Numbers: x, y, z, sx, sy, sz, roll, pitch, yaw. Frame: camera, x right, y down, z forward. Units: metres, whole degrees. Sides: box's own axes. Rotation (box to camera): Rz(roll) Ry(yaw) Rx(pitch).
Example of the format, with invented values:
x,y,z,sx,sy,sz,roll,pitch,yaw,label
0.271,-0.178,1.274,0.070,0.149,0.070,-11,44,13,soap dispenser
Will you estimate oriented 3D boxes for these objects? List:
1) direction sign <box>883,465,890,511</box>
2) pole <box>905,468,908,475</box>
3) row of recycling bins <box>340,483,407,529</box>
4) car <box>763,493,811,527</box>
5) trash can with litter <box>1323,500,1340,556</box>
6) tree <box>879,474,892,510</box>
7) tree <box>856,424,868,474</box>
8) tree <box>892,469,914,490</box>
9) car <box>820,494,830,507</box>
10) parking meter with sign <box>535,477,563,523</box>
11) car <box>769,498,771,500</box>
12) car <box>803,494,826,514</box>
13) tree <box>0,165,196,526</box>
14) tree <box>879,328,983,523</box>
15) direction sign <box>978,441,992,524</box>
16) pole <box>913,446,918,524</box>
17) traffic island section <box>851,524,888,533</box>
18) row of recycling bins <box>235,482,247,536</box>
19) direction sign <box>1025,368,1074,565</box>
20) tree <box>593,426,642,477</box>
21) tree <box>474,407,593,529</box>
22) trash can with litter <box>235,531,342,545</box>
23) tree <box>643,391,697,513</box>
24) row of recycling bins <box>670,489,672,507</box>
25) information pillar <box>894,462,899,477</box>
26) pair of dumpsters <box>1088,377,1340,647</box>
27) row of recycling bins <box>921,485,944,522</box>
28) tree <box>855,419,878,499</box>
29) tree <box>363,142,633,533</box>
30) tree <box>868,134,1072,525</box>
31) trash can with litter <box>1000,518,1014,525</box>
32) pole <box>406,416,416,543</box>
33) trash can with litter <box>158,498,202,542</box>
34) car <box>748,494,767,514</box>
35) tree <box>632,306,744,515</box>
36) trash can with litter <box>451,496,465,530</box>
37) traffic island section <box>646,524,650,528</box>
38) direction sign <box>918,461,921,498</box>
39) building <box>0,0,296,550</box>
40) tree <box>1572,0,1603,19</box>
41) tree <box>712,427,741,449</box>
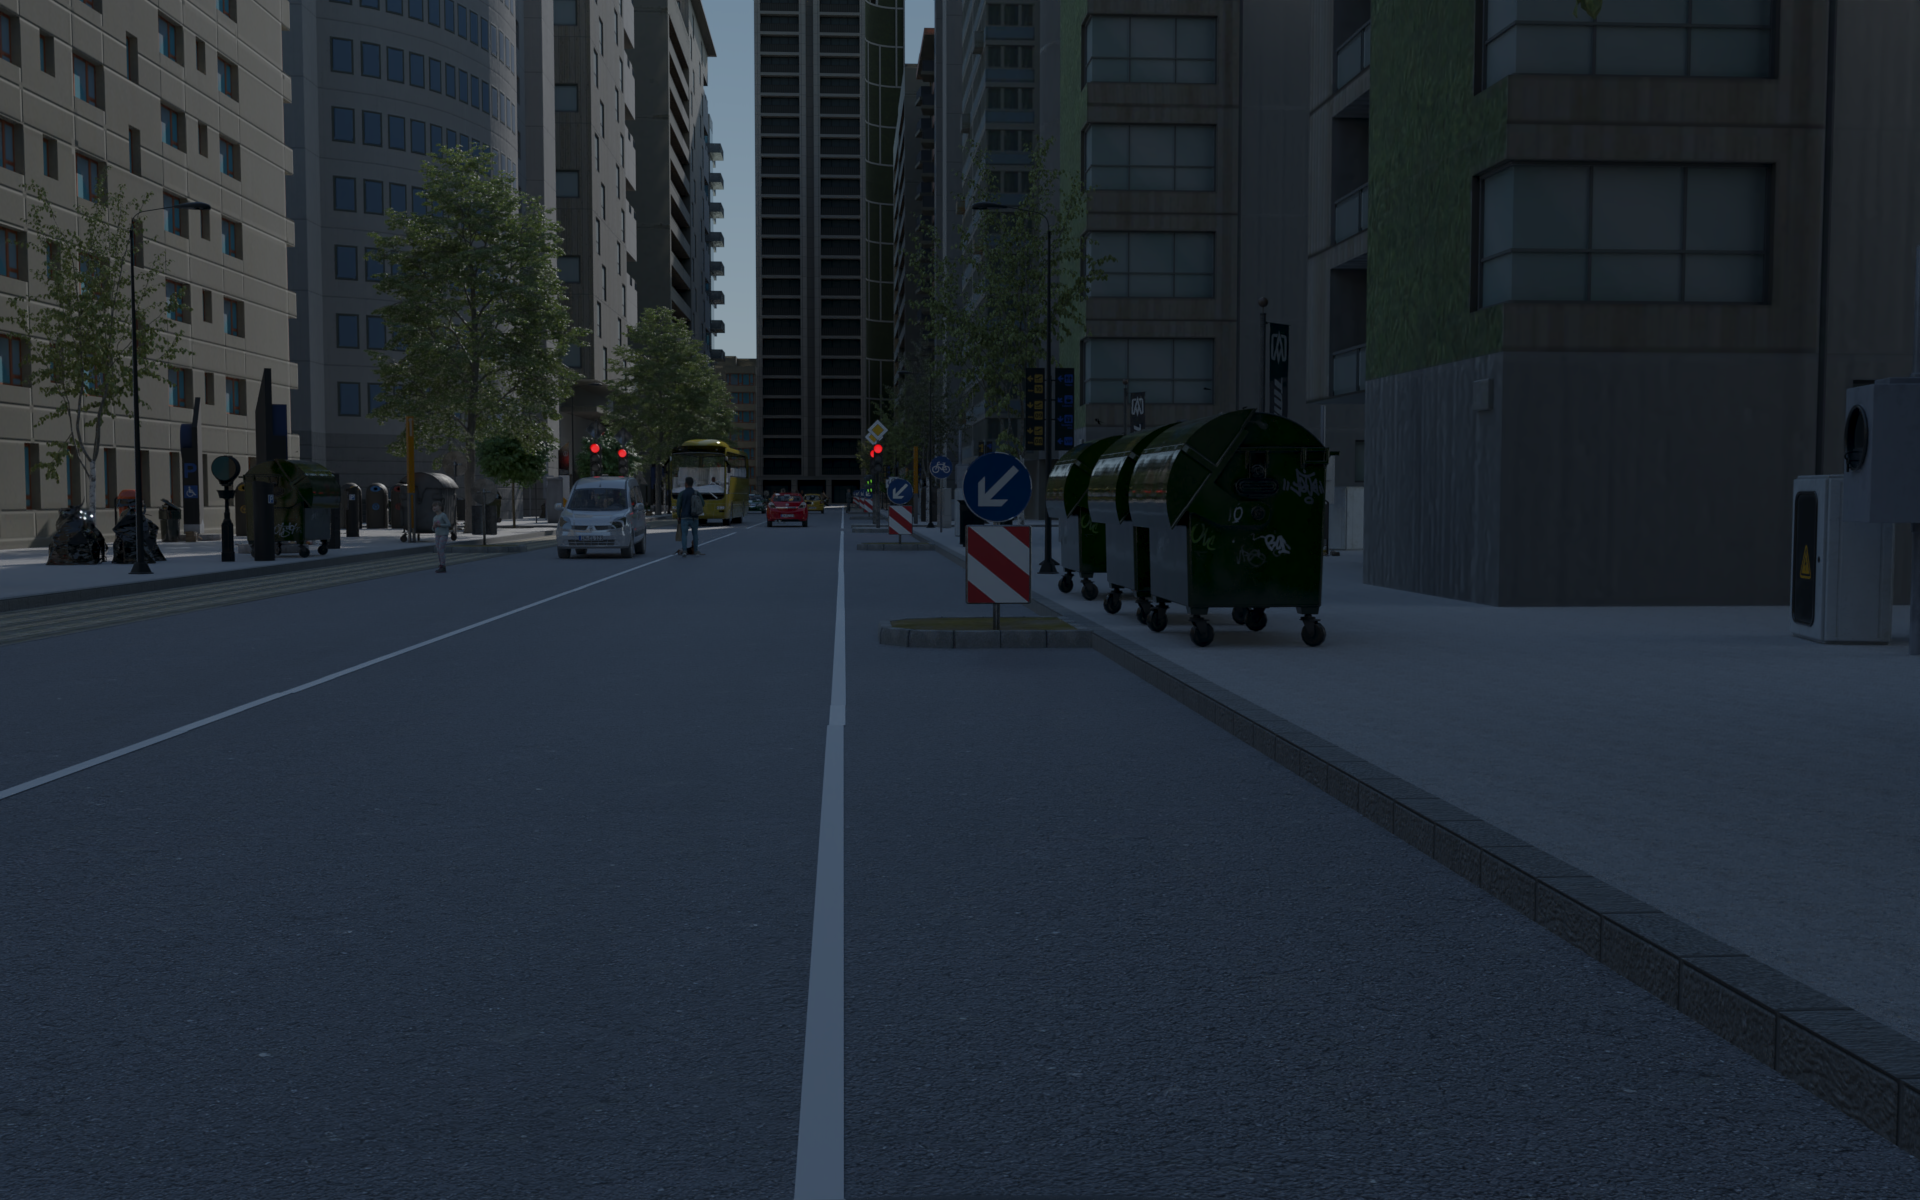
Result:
x,y,z,sx,sy,sz,roll,pitch,yaw,label
-5.691,-8.725,134.646,0.379,3.537,0.876,-3,5,-39,direction sign
-4.193,-8.731,136.590,0.158,3.312,0.155,0,3,0,pole
-21.224,-3.498,64.311,3.534,1.692,1.069,-1,4,-11,row of recycling bins
-7.628,-4.123,76.443,2.155,1.783,4.494,0,4,-6,car
7.002,-1.524,35.982,2.233,1.210,1.678,-1,4,-13,trash can with litter
-5.328,-9.072,142.925,1.663,3.219,1.824,0,3,0,tree
-2.274,-8.555,90.239,4.737,8.622,4.395,0,3,0,tree
-3.949,-8.496,133.518,1.663,3.219,1.824,0,3,0,tree
-16.074,-11.680,200.752,2.009,1.686,4.222,0,4,-3,car
-17.797,-4.885,76.136,1.738,3.016,0.543,-1,4,-20,parking meter with sign
-17.184,-9.475,165.146,2.015,1.641,3.980,0,4,-3,car
-10.888,-7.192,127.808,2.015,1.641,3.980,0,4,-5,car
-19.805,-5.455,39.548,4.737,8.622,4.395,0,3,0,tree
-1.219,-7.786,77.662,4.360,8.622,3.978,0,3,0,tree
1.091,-5.051,74.588,0.379,3.537,0.876,-3,5,-40,direction sign
-1.902,-4.919,74.276,0.158,3.312,0.155,0,3,0,pole
-3.075,-2.642,65.485,2.009,0.180,2.903,0,4,-4,traffic island section
-20.593,-2.778,52.530,3.534,1.692,1.069,2,4,27,row of recycling bins
1.613,-2.395,31.151,0.876,3.537,0.379,0,4,-1,direction sign
-16.949,-6.081,83.138,4.285,4.588,4.351,0,3,0,tree
-16.681,-4.972,65.001,4.285,4.588,4.351,0,3,0,tree
-17.169,-2.000,43.750,2.233,1.210,1.678,1,4,11,trash can with litter
-19.336,-10.049,114.662,4.737,8.622,4.395,0,3,0,tree
-21.898,-8.067,139.014,3.534,1.692,1.069,-2,4,-24,row of recycling bins
-4.834,-8.436,129.282,0.183,3.616,0.504,0,4,7,information pillar
2.302,-0.855,16.475,1.574,2.255,4.437,0,4,-4,pair of dumpsters
-1.288,-4.558,81.637,1.069,1.692,3.534,0,4,6,row of recycling bins
-7.406,-12.948,162.065,4.360,8.622,3.978,0,3,0,tree
-15.698,-8.468,56.574,7.486,12.596,7.792,0,3,0,tree
0.992,-5.168,34.865,4.737,8.622,4.395,0,3,0,tree
1.273,-1.991,43.944,0.624,1.170,1.055,-3,4,-36,trash can with litter
-14.424,-3.159,45.490,0.158,3.312,0.155,0,3,0,pole
-20.860,-2.137,46.324,1.055,1.170,0.624,-1,4,-17,trash can with litter
-15.194,-7.055,127.153,2.131,1.459,4.920,0,4,-5,car
-17.874,-11.413,104.735,7.486,12.596,7.792,0,3,0,tree
-18.283,-3.098,61.718,2.233,1.210,1.678,0,4,-6,trash can with litter
-14.130,-3.087,72.751,2.009,0.180,2.903,0,4,-4,traffic island section
-2.878,-7.766,118.969,0.379,3.537,0.876,-2,4,-31,direction sign
-37.005,-12.318,46.447,28.899,21.520,27.650,0,4,-4,building
3.173,-3.363,5.350,4.737,8.622,4.395,0,3,0,tree
-22.066,-12.703,158.057,4.737,8.622,4.395,0,3,0,tree
